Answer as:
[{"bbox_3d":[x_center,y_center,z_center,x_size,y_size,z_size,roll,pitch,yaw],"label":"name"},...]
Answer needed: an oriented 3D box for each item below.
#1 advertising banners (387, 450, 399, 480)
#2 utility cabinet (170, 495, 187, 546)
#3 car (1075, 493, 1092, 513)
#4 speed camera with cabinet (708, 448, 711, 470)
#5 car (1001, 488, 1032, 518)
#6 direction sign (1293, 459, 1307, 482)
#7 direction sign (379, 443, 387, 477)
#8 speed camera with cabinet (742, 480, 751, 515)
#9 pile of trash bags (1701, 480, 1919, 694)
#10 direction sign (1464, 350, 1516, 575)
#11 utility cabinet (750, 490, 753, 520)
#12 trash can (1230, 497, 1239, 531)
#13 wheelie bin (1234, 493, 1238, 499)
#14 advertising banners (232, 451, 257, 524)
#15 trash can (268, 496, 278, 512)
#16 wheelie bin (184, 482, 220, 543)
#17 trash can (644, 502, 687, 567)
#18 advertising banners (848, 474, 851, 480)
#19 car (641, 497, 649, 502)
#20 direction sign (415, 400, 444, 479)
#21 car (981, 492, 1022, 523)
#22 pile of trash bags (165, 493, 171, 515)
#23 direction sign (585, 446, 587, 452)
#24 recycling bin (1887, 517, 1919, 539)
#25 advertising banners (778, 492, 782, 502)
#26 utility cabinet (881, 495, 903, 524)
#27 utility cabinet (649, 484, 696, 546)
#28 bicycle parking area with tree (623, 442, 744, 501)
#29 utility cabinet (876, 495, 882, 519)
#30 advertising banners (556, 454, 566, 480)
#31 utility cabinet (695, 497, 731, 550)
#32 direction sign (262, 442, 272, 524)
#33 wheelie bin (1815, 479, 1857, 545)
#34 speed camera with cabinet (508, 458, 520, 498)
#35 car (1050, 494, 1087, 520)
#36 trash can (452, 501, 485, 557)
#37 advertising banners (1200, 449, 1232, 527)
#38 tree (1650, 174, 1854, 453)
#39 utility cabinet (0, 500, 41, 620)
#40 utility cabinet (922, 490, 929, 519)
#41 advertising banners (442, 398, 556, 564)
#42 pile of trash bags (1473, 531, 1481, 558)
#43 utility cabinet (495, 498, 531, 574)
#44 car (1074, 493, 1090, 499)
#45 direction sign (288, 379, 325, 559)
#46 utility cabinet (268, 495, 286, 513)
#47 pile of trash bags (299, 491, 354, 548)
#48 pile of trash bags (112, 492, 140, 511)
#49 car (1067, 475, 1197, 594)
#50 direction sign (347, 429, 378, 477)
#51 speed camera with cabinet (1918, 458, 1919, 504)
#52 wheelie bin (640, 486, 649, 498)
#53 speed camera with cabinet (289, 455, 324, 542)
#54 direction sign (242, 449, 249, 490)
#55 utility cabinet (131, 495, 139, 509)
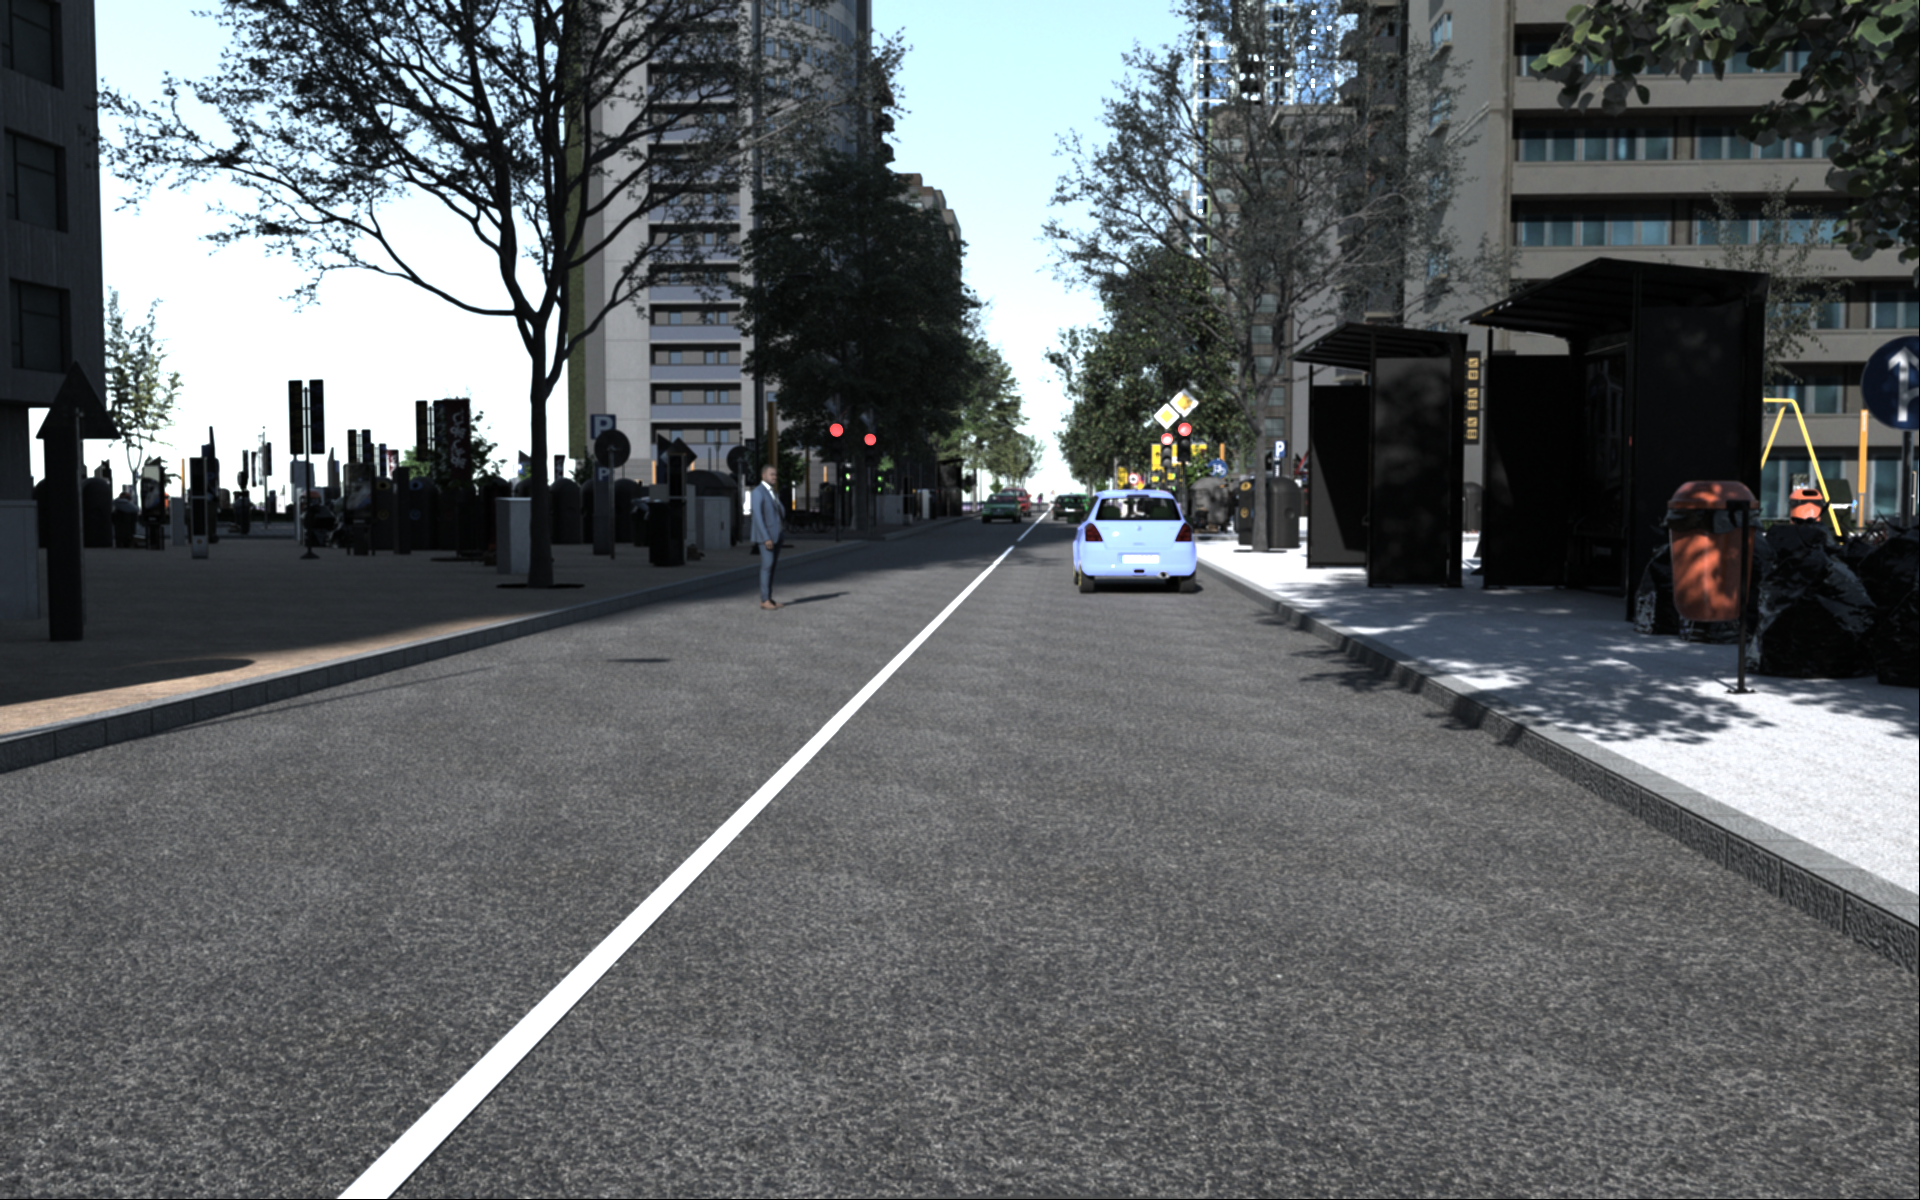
[{"bbox_3d":[-21.322,-4.352,67.340,2.074,3.025,0.090,1,4,12],"label":"advertising banners"},{"bbox_3d":[-19.543,-1.964,43.270,0.306,1.237,1.020,-2,4,-27],"label":"utility cabinet"},{"bbox_3d":[7.534,-6.269,111.302,1.959,1.807,4.718,0,4,4],"label":"car"},{"bbox_3d":[-11.358,-4.874,74.028,2.038,3.252,0.660,2,4,30],"label":"speed camera with cabinet"},{"bbox_3d":[3.318,-6.024,107.163,2.281,1.827,5.304,0,4,5],"label":"car"},{"bbox_3d":[21.972,-7.343,112.050,0.876,3.537,0.379,1,4,13],"label":"direction sign"},{"bbox_3d":[-25.894,-5.197,76.974,0.876,3.537,0.379,-3,4,-36],"label":"direction sign"},{"bbox_3d":[-13.413,-6.963,108.182,2.038,3.252,0.660,-3,5,-43],"label":"speed camera with cabinet"},{"bbox_3d":[6.237,-0.132,11.916,3.447,1.369,1.912,-2,4,-24],"label":"pile of trash bags"},{"bbox_3d":[8.305,-2.166,27.405,0.876,3.537,0.379,1,4,10],"label":"direction sign"},{"bbox_3d":[-9.632,-4.604,83.951,0.318,1.500,1.173,3,5,40],"label":"utility cabinet"},{"bbox_3d":[9.375,-2.798,57.402,0.748,1.137,0.748,0,3,0],"label":"trash can"},{"bbox_3d":[15.457,-5.354,95.438,0.693,1.594,0.980,1,4,9],"label":"wheelie bin"},{"bbox_3d":[-28.846,-4.511,69.948,0.090,3.025,2.074,0,4,5],"label":"advertising banners"},{"bbox_3d":[-42.746,-5.862,107.491,0.748,1.137,0.748,0,3,0],"label":"trash can"},{"bbox_3d":[-19.707,-2.269,45.008,0.980,1.594,0.693,2,4,32],"label":"wheelie bin"},{"bbox_3d":[-5.216,-1.167,30.742,0.748,1.137,0.748,0,3,0],"label":"trash can"},{"bbox_3d":[-8.068,-7.203,113.963,2.074,3.025,0.090,1,4,20],"label":"advertising banners"},{"bbox_3d":[-8.971,-2.310,50.123,4.827,1.381,2.083,0,4,4],"label":"car"},{"bbox_3d":[-12.737,-3.043,41.755,0.876,3.537,0.379,1,4,22],"label":"direction sign"},{"bbox_3d":[2.085,-4.733,86.188,1.959,1.807,4.718,0,4,5],"label":"car"},{"bbox_3d":[-47.051,-5.666,102.387,1.912,1.369,3.447,-2,4,-29],"label":"pile of trash bags"},{"bbox_3d":[-17.646,-5.495,81.833,0.379,3.537,0.876,0,4,-6],"label":"direction sign"},{"bbox_3d":[10.833,-0.408,19.221,0.722,1.027,0.722,-1,4,-16],"label":"recycling bin"},{"bbox_3d":[-4.968,-3.081,46.561,0.090,3.025,2.074,-1,4,-13],"label":"advertising banners"},{"bbox_3d":[-2.761,-3.884,74.661,1.020,1.237,0.306,2,4,24],"label":"utility cabinet"},{"bbox_3d":[-6.397,-1.829,38.583,1.173,1.500,0.318,3,4,37],"label":"utility cabinet"},{"bbox_3d":[-16.051,-6.653,95.783,8.231,4.147,9.016,1,4,10],"label":"bicycle parking area with tree"},{"bbox_3d":[-4.206,-4.853,90.511,0.306,1.237,1.020,0,4,8],"label":"utility cabinet"},{"bbox_3d":[-18.398,-4.899,76.282,2.074,3.025,0.090,-1,4,-17],"label":"advertising banners"},{"bbox_3d":[-5.690,-1.755,39.851,0.306,1.237,1.020,2,4,29],"label":"utility cabinet"},{"bbox_3d":[-30.033,-5.076,74.989,0.379,3.537,0.876,1,4,11],"label":"direction sign"},{"bbox_3d":[18.363,-1.754,36.586,0.980,1.594,0.693,0,4,6],"label":"wheelie bin"},{"bbox_3d":[-24.641,-6.155,94.971,0.660,3.252,2.038,-2,4,-35],"label":"speed camera with cabinet"},{"bbox_3d":[5.985,-5.234,95.355,2.009,1.686,4.222,0,4,2],"label":"car"},{"bbox_3d":[-9.873,-1.428,35.007,0.748,1.137,0.748,0,3,0],"label":"trash can"},{"bbox_3d":[10.022,-4.384,67.872,0.090,3.025,2.074,3,5,44],"label":"advertising banners"},{"bbox_3d":[17.904,-5.447,39.415,4.360,8.622,3.978,0,3,0],"label":"tree"},{"bbox_3d":[-9.946,-0.394,17.603,1.020,1.237,0.306,-2,4,-31],"label":"utility cabinet"},{"bbox_3d":[-1.561,-4.908,88.929,0.318,1.500,1.173,-1,4,-23],"label":"utility cabinet"},{"bbox_3d":[-8.418,-2.162,31.539,2.074,3.025,0.090,1,4,9],"label":"advertising banners"},{"bbox_3d":[12.160,-1.558,35.230,3.447,1.369,1.912,-3,4,-36],"label":"pile of trash bags"},{"bbox_3d":[-7.124,-1.043,28.217,0.306,1.237,1.020,1,4,23],"label":"utility cabinet"},{"bbox_3d":[9.647,-8.144,142.198,2.155,1.783,4.494,0,4,2],"label":"car"},{"bbox_3d":[-12.925,-2.589,34.322,0.876,3.537,0.379,1,4,23],"label":"direction sign"},{"bbox_3d":[-43.712,-6.098,110.869,1.020,1.237,0.306,-1,4,-12],"label":"utility cabinet"},{"bbox_3d":[-15.374,-2.017,42.737,3.447,1.369,1.912,3,5,43],"label":"pile of trash bags"},{"bbox_3d":[-61.305,-7.245,128.212,3.447,1.369,1.912,-3,5,-43],"label":"pile of trash bags"},{"bbox_3d":[2.597,-1.020,26.270,1.945,1.707,3.694,0,4,2],"label":"car"},{"bbox_3d":[-20.940,-4.187,60.454,0.876,3.537,0.379,1,4,10],"label":"direction sign"},{"bbox_3d":[23.765,-2.911,41.935,0.660,3.252,2.038,3,5,42],"label":"speed camera with cabinet"},{"bbox_3d":[-12.557,-3.734,68.959,0.980,1.594,0.693,-1,4,-16],"label":"wheelie bin"},{"bbox_3d":[-17.804,-3.234,47.213,0.660,3.252,2.038,-2,4,-29],"label":"speed camera with cabinet"},{"bbox_3d":[-36.203,-5.862,87.833,0.379,3.537,0.876,-3,5,-40],"label":"direction sign"},{"bbox_3d":[-59.598,-6.951,124.812,0.306,1.237,1.020,0,4,4],"label":"utility cabinet"}]
